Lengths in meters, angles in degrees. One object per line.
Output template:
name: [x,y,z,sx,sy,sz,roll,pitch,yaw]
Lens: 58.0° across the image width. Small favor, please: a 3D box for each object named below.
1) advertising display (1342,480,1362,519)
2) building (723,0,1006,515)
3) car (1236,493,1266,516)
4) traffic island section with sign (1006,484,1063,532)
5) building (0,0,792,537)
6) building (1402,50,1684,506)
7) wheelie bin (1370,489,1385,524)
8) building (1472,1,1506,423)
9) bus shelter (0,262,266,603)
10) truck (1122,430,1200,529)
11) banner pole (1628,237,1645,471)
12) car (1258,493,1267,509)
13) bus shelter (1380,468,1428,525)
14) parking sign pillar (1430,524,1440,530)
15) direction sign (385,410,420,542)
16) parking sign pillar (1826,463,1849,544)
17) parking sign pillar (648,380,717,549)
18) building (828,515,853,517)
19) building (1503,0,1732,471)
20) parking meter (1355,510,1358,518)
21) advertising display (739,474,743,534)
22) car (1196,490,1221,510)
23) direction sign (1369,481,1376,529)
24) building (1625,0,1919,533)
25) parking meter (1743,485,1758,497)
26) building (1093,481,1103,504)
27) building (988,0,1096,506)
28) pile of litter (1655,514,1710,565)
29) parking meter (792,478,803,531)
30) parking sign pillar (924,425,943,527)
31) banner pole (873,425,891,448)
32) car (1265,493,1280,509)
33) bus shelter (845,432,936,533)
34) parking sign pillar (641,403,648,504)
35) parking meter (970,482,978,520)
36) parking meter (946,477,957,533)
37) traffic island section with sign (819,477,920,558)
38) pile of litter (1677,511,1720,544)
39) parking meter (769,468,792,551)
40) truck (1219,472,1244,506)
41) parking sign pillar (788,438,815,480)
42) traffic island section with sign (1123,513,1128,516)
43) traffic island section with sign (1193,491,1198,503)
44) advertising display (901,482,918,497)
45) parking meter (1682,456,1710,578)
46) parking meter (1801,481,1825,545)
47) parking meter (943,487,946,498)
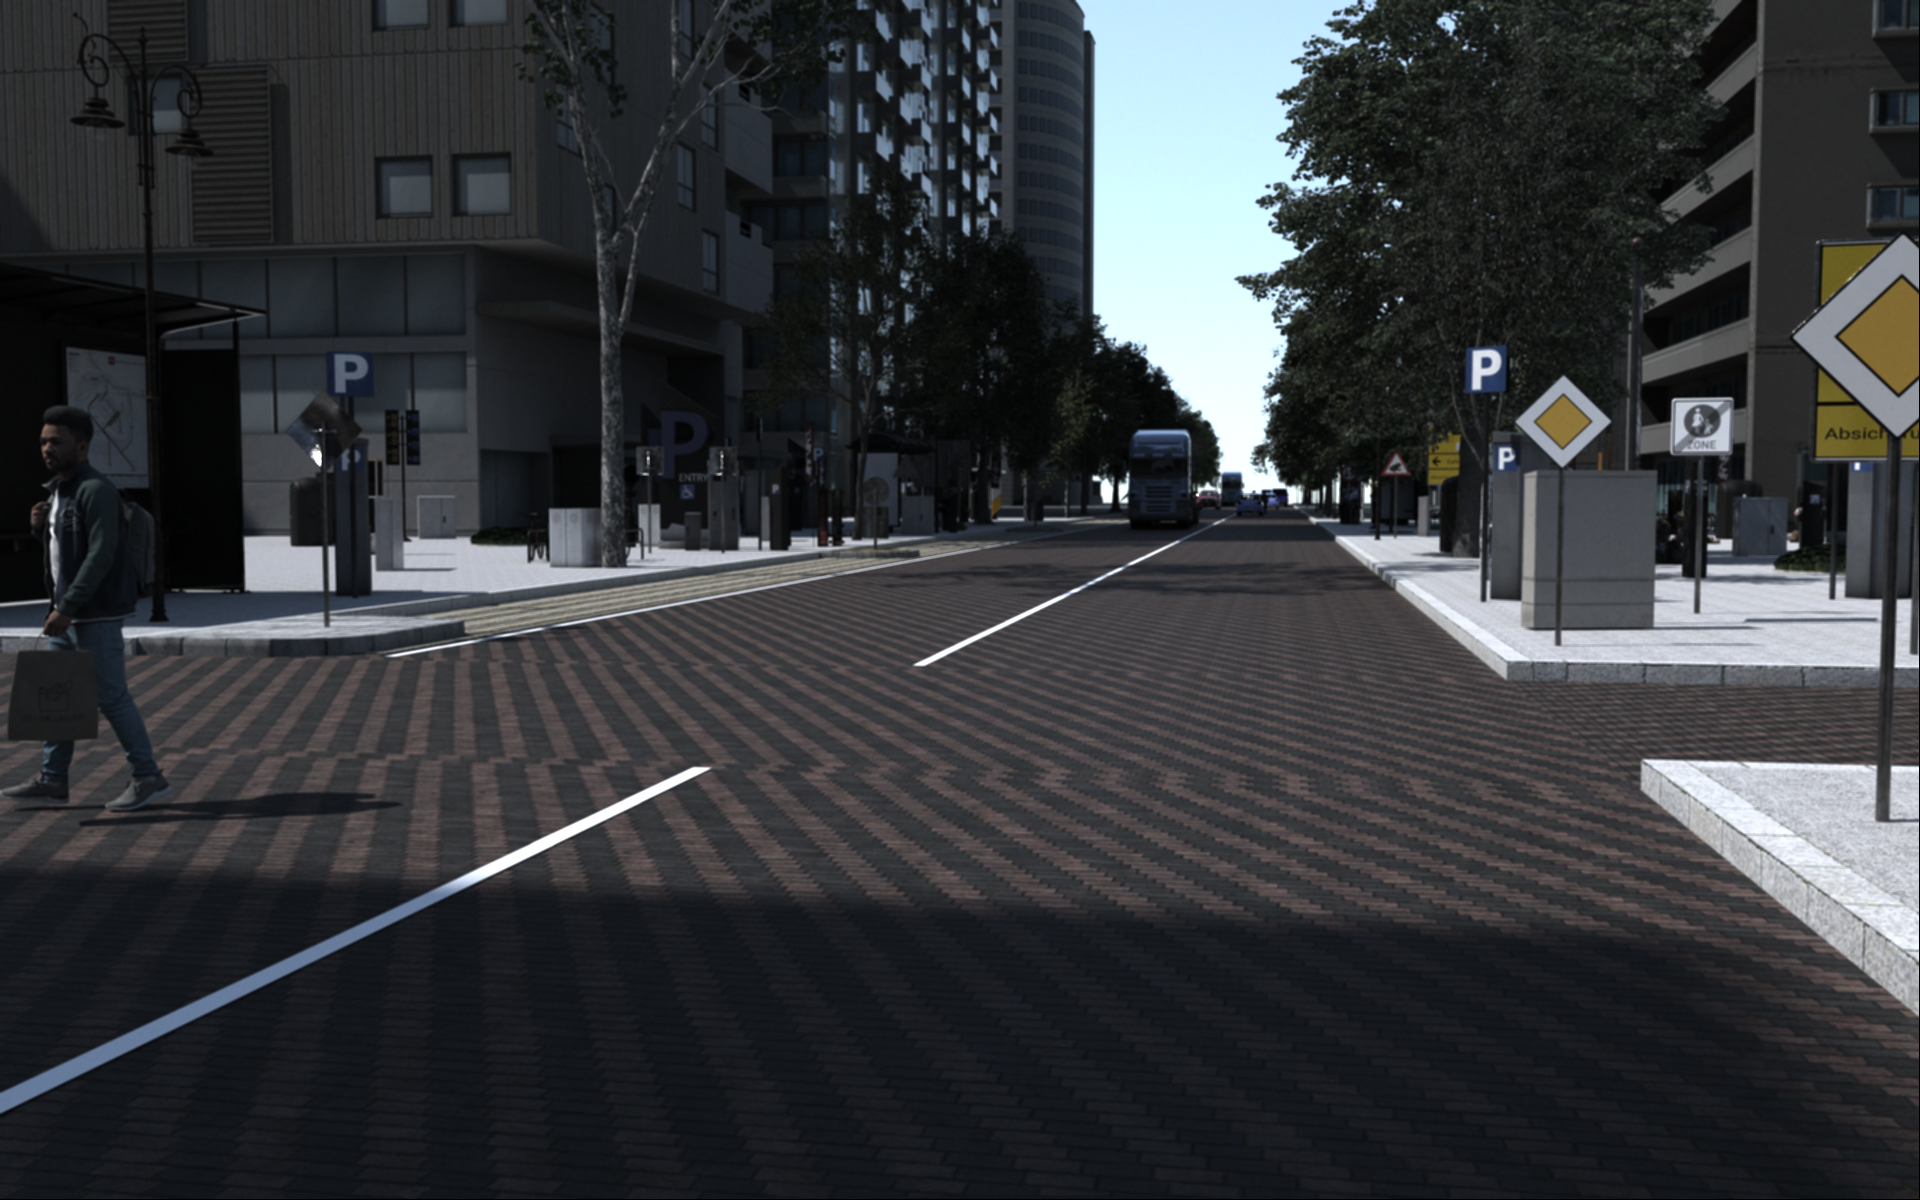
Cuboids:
advertising display: [17.508,-4.419,77.466,0.123,1.923,0.974,-3,5,-42]
building: [-9.299,-31.791,139.390,23.786,49.044,30.456,1,4,10]
car: [19.298,-6.450,115.050,1.945,1.707,3.694,1,4,12]
traffic island section with sign: [2.872,-3.494,65.751,1.989,1.847,2.006,1,4,10]
building: [-23.006,-29.037,63.991,28.713,52.752,27.495,1,4,10]
building: [66.436,-37.500,202.365,28.713,52.752,27.495,1,4,10]
wheelie bin: [18.328,-4.135,75.521,0.980,1.594,0.693,3,4,38]
building: [51.440,-31.349,132.169,23.786,49.044,30.456,1,4,10]
bus shelter: [-10.278,-1.720,19.405,1.731,3.624,6.357,1,4,11]
truck: [9.380,-5.411,78.233,2.967,4.110,18.799,1,4,9]
banner pole: [6.709,-1.662,17.192,0.401,3.779,0.863,2,4,28]
car: [29.925,-10.015,173.342,1.945,1.707,3.694,1,4,10]
bus shelter: [17.692,-4.599,69.113,2.014,3.302,5.546,1,4,10]
parking sign pillar: [17.693,-4.531,62.552,1.447,3.967,1.447,1,4,10]
direction sign: [-15.015,-3.347,46.717,0.876,3.537,0.379,-1,4,-10]
parking sign pillar: [19.823,-3.032,38.041,1.447,3.967,1.447,-3,5,-43]
parking sign pillar: [-6.415,-3.206,40.897,1.447,3.967,1.447,0,4,3]
building: [-14.292,-29.949,109.267,23.786,49.044,30.456,1,4,10]
building: [42.003,-26.170,111.476,14.154,41.232,14.086,1,4,10]
parking meter: [19.873,-4.803,86.941,0.372,1.533,0.369,0,3,0]
advertising display: [-6.761,-3.064,55.306,0.123,1.923,0.974,-2,4,-34]
car: [23.129,-9.313,160.941,2.281,1.827,5.304,1,4,12]
direction sign: [15.324,-4.401,63.949,0.379,3.537,0.876,0,4,7]
building: [38.288,-26.914,63.739,21.300,48.544,21.600,1,4,10]
parking meter: [21.863,-2.418,47.943,0.372,1.533,0.369,0,3,0]
building: [2.152,-32.800,228.165,32.217,40.220,23.993,1,4,10]
building: [3.588,-40.293,200.789,21.231,58.520,28.212,1,4,10]
pile of litter: [12.581,-1.091,31.797,1.719,0.858,1.176,-1,4,-16]
parking meter: [-5.715,-3.349,60.465,0.399,1.863,0.255,-2,4,-28]
parking sign pillar: [-1.032,-4.809,67.100,1.447,3.967,1.447,1,4,16]
banner pole: [-2.862,-4.433,62.493,0.863,3.779,0.401,-1,4,-19]
car: [29.028,-9.346,162.403,1.945,1.707,3.694,1,4,10]
bus shelter: [-2.259,-3.976,58.938,2.014,3.302,5.546,1,4,11]
parking sign pillar: [-8.989,-3.877,51.866,1.447,3.967,1.447,2,4,26]
parking meter: [0.682,-4.876,85.441,0.255,1.863,0.399,-2,4,-27]
parking meter: [-0.225,-3.161,57.395,0.255,1.863,0.399,0,4,3]
traffic island section with sign: [-1.980,-1.872,39.235,1.989,1.847,2.006,1,4,10]
pile of litter: [19.136,-1.914,45.266,1.176,0.858,1.719,0,4,1]
parking meter: [-4.114,-2.053,39.275,0.399,1.863,0.255,2,4,31]
truck: [33.690,-13.648,212.902,2.967,4.110,18.799,1,4,11]
parking sign pillar: [-7.513,-5.730,82.159,1.447,3.967,1.447,0,4,-5]
traffic island section with sign: [11.851,-6.485,114.652,1.989,1.847,2.006,1,4,10]
traffic island section with sign: [26.592,-11.404,195.082,1.989,1.847,2.006,1,4,10]
advertising display: [-2.700,-5.298,91.829,0.974,1.923,0.123,-1,4,-18]
parking meter: [11.250,-1.270,26.481,0.255,1.863,0.399,0,4,3]
parking meter: [16.106,-1.486,32.706,0.372,1.533,0.369,0,3,0]
parking meter: [-0.816,-4.696,82.487,0.399,1.863,0.255,2,4,34]
